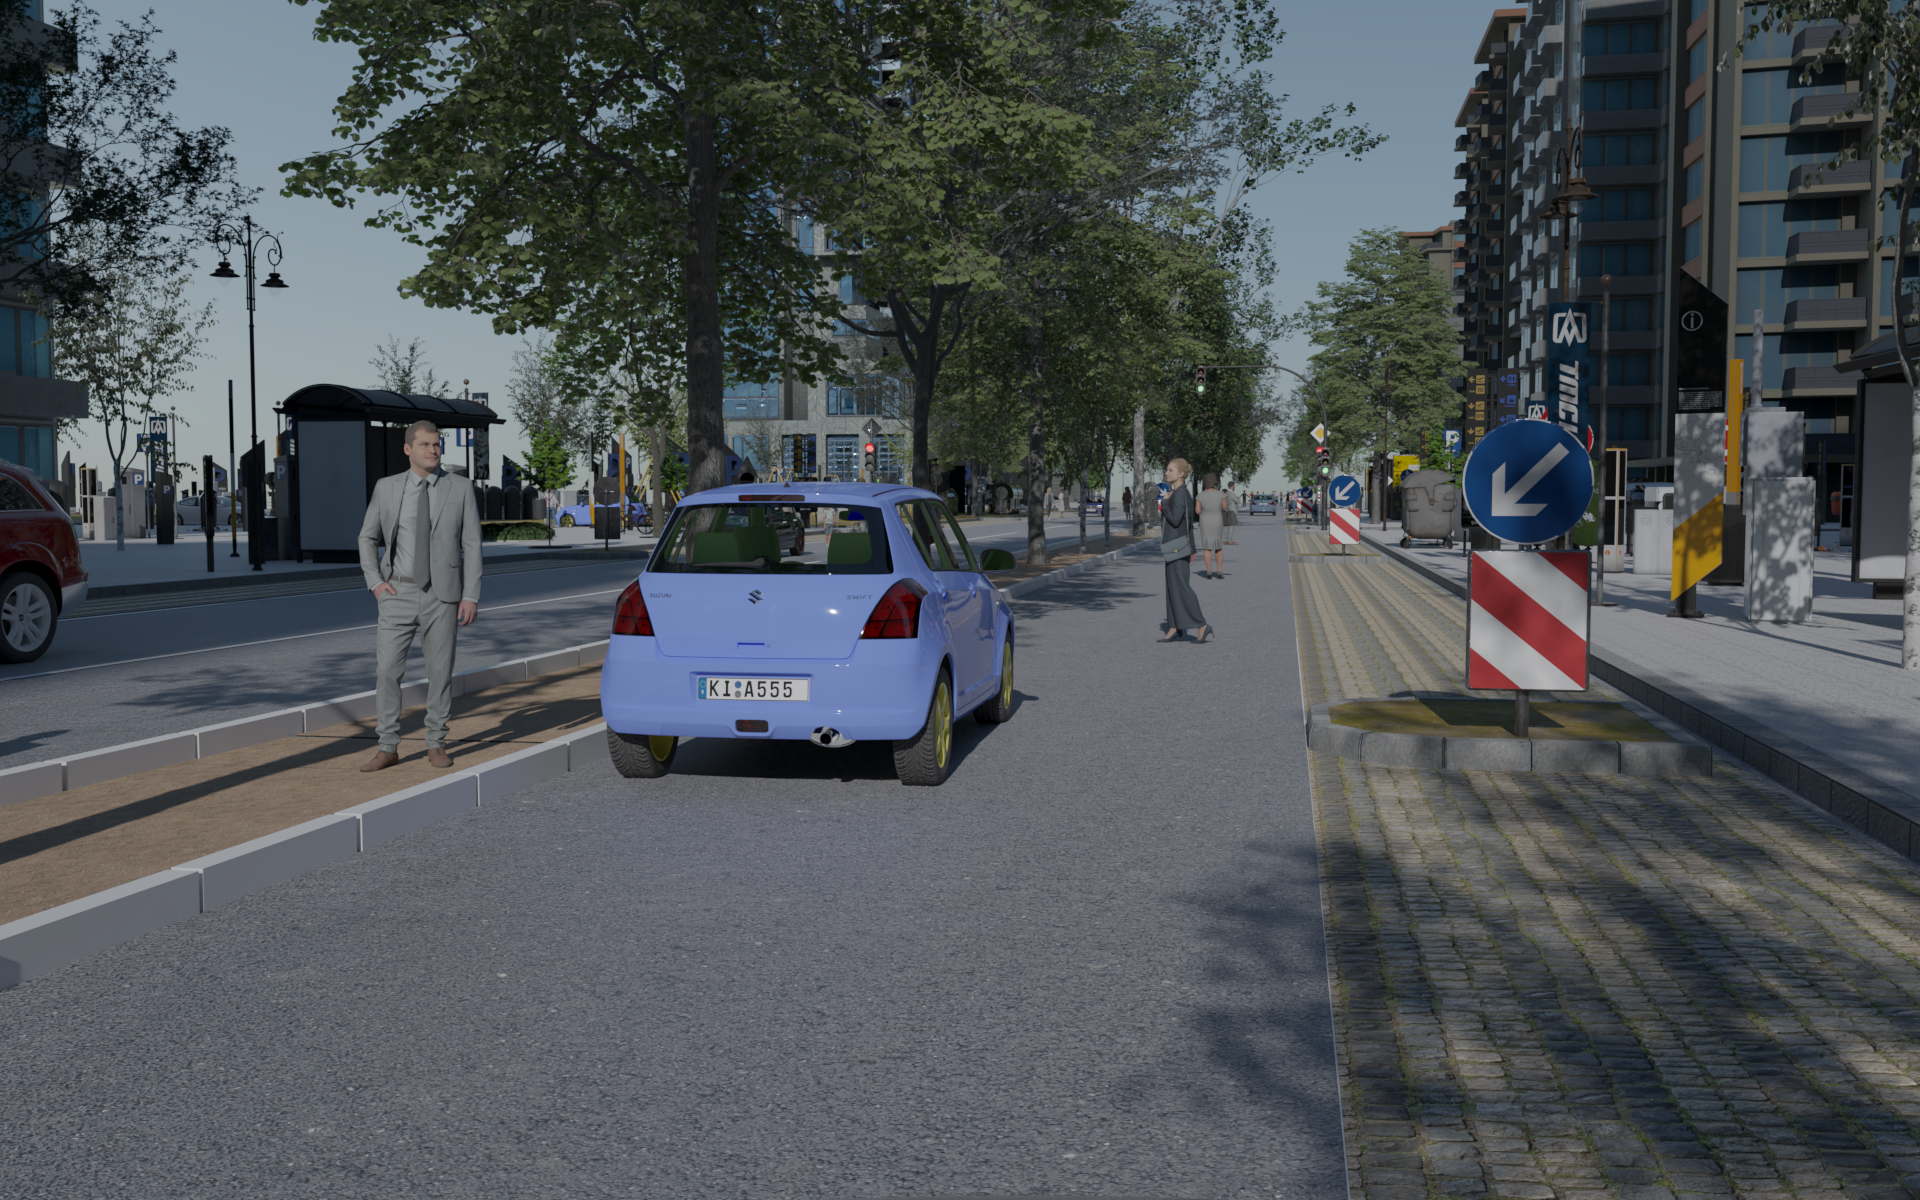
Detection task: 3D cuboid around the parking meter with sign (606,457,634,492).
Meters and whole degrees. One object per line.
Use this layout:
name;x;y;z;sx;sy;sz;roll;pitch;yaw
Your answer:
parking meter with sign;-16.393;-5.217;81.562;1.738;3.016;0.543;1;4;17

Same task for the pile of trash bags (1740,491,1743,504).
pile of trash bags;21.648;-2.489;50.444;3.447;1.369;1.912;-2;4;-25

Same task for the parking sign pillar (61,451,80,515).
parking sign pillar;-55.667;-7.319;108.143;1.447;3.967;1.447;-3;5;-45

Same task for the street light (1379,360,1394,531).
street light;14.692;-5.319;59.761;0.468;5.910;1.993;1;4;11

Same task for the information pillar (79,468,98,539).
information pillar;-24.684;-2.731;49.139;0.304;2.012;0.304;2;4;30

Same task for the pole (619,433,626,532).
pole;-11.342;-3.938;58.228;0.158;3.312;0.155;0;3;0

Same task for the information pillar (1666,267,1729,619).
information pillar;7.609;-1.620;17.845;0.504;3.616;0.183;2;4;32

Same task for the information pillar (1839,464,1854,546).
information pillar;21.818;-2.329;42.565;0.304;2.012;0.304;2;4;31

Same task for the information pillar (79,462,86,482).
information pillar;-63.410;-8.190;125.262;0.504;3.616;0.183;-3;4;-37

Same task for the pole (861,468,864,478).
pole;-7.722;-8.745;136.816;0.158;3.312;0.155;0;3;0

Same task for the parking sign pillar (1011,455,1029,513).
parking sign pillar;4.251;-8.051;120.101;1.447;3.967;1.447;3;4;37

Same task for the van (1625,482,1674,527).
van;23.680;-3.384;62.333;4.112;2.044;2.013;1;4;12

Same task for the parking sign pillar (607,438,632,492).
parking sign pillar;-16.309;-5.783;83.027;1.447;3.967;1.447;3;4;37

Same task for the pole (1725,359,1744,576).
pole;11.754;-1.986;26.308;0.158;3.312;0.155;0;3;0

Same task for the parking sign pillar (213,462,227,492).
parking sign pillar;-56.616;-8.793;132.244;1.447;3.967;1.447;-2;4;-29

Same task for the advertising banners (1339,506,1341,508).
advertising banners;23.436;-6.751;106.560;0.090;3.025;2.074;1;4;17

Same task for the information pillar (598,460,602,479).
information pillar;-23.680;-7.397;112.291;0.504;3.616;0.183;-1;4;-15

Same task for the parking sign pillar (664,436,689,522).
parking sign pillar;-12.894;-5.569;79.532;1.447;3.967;1.447;-3;5;-39

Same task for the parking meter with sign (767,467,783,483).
parking meter with sign;-12.307;-7.178;113.614;0.543;3.016;1.738;-3;5;-42

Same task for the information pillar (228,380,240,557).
information pillar;-14.825;-2.688;35.298;0.183;3.616;0.504;-1;4;-22

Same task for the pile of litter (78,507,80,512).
pile of litter;-61.017;-6.572;121.416;1.176;0.858;1.719;2;4;35

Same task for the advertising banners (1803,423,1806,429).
advertising banners;19.658;-2.836;42.552;2.074;3.025;0.090;0;4;8

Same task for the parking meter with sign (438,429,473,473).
parking meter with sign;-12.924;-2.956;44.599;0.543;3.016;1.738;-2;4;-33

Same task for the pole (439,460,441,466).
pole;-28.460;-6.172;94.755;0.158;3.312;0.155;0;3;0

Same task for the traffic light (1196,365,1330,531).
traffic light;10.725;-5.286;61.098;4.771;5.953;1.251;1;4;11

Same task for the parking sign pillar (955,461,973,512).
parking sign pillar;0.262;-8.166;121.994;1.447;3.967;1.447;-2;4;-29

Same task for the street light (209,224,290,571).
street light;-11.773;-3.429;28.850;0.468;5.910;1.993;1;4;11

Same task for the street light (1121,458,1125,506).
street light;17.501;-13.032;185.856;0.468;5.910;1.993;1;4;11

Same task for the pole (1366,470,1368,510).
pole;32.728;-8.878;138.998;0.158;3.312;0.155;0;3;0

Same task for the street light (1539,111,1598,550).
street light;7.486;-2.976;21.450;0.468;5.910;1.993;1;4;11

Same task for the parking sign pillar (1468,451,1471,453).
parking sign pillar;31.339;-7.157;105.491;1.447;3.967;1.447;3;4;37

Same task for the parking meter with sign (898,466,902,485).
parking meter with sign;-4.552;-6.849;108.246;1.738;3.016;0.543;1;4;12

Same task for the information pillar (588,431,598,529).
information pillar;-13.753;-4.481;64.626;0.183;3.616;0.504;-2;4;-24

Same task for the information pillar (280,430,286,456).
information pillar;-21.565;-3.937;55.725;0.504;3.616;0.183;-1;4;-16

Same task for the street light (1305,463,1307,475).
street light;52.032;-17.577;260.165;0.468;5.910;1.993;1;4;11

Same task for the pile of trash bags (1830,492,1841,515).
pile of trash bags;50.777;-5.553;100.547;1.912;1.369;3.447;-2;4;-26

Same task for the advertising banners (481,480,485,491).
advertising banners;-41.897;-9.440;150.527;0.090;3.025;2.074;2;4;30

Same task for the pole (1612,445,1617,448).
pole;26.987;-4.749;71.485;0.158;3.312;0.155;0;3;0

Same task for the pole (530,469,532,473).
pole;-25.958;-6.778;104.664;0.158;3.312;0.155;0;3;0

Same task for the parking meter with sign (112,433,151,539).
parking meter with sign;-24.045;-3.309;50.355;1.738;3.016;0.543;3;4;36

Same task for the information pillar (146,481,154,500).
information pillar;-45.593;-5.688;97.491;0.304;2.012;0.304;2;4;34

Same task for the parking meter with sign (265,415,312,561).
parking meter with sign;-13.041;-2.301;33.890;0.543;3.016;1.738;2;4;27

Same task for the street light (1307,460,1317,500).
street light;44.139;-14.943;217.109;0.468;5.910;1.993;1;4;11

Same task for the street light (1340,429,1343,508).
street light;22.782;-7.974;103.167;0.468;5.910;1.993;1;4;11

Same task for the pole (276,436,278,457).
pole;-23.896;-4.095;60.790;0.158;3.312;0.155;0;3;0

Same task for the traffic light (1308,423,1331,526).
traffic light;14.261;-4.880;68.706;0.839;4.253;0.868;1;4;11

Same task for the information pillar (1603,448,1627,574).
information pillar;10.566;-1.440;28.039;0.304;2.012;0.304;-3;5;-44

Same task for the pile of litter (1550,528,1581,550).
pile of litter;10.085;-0.970;29.823;1.719;0.858;1.176;-3;4;-38

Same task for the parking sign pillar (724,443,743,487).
parking sign pillar;-11.484;-6.054;87.451;1.447;3.967;1.447;3;5;41

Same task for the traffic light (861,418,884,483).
traffic light;-3.241;-4.581;63.817;0.839;4.253;0.868;1;4;11

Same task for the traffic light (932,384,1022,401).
traffic light;0.294;-5.911;71.319;4.771;5.953;1.251;1;4;11

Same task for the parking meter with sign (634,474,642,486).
parking meter with sign;-27.939;-9.273;147.867;0.543;3.016;1.738;2;4;35

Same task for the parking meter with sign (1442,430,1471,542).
parking meter with sign;13.549;-3.059;46.272;0.543;3.016;1.738;-1;4;-15
